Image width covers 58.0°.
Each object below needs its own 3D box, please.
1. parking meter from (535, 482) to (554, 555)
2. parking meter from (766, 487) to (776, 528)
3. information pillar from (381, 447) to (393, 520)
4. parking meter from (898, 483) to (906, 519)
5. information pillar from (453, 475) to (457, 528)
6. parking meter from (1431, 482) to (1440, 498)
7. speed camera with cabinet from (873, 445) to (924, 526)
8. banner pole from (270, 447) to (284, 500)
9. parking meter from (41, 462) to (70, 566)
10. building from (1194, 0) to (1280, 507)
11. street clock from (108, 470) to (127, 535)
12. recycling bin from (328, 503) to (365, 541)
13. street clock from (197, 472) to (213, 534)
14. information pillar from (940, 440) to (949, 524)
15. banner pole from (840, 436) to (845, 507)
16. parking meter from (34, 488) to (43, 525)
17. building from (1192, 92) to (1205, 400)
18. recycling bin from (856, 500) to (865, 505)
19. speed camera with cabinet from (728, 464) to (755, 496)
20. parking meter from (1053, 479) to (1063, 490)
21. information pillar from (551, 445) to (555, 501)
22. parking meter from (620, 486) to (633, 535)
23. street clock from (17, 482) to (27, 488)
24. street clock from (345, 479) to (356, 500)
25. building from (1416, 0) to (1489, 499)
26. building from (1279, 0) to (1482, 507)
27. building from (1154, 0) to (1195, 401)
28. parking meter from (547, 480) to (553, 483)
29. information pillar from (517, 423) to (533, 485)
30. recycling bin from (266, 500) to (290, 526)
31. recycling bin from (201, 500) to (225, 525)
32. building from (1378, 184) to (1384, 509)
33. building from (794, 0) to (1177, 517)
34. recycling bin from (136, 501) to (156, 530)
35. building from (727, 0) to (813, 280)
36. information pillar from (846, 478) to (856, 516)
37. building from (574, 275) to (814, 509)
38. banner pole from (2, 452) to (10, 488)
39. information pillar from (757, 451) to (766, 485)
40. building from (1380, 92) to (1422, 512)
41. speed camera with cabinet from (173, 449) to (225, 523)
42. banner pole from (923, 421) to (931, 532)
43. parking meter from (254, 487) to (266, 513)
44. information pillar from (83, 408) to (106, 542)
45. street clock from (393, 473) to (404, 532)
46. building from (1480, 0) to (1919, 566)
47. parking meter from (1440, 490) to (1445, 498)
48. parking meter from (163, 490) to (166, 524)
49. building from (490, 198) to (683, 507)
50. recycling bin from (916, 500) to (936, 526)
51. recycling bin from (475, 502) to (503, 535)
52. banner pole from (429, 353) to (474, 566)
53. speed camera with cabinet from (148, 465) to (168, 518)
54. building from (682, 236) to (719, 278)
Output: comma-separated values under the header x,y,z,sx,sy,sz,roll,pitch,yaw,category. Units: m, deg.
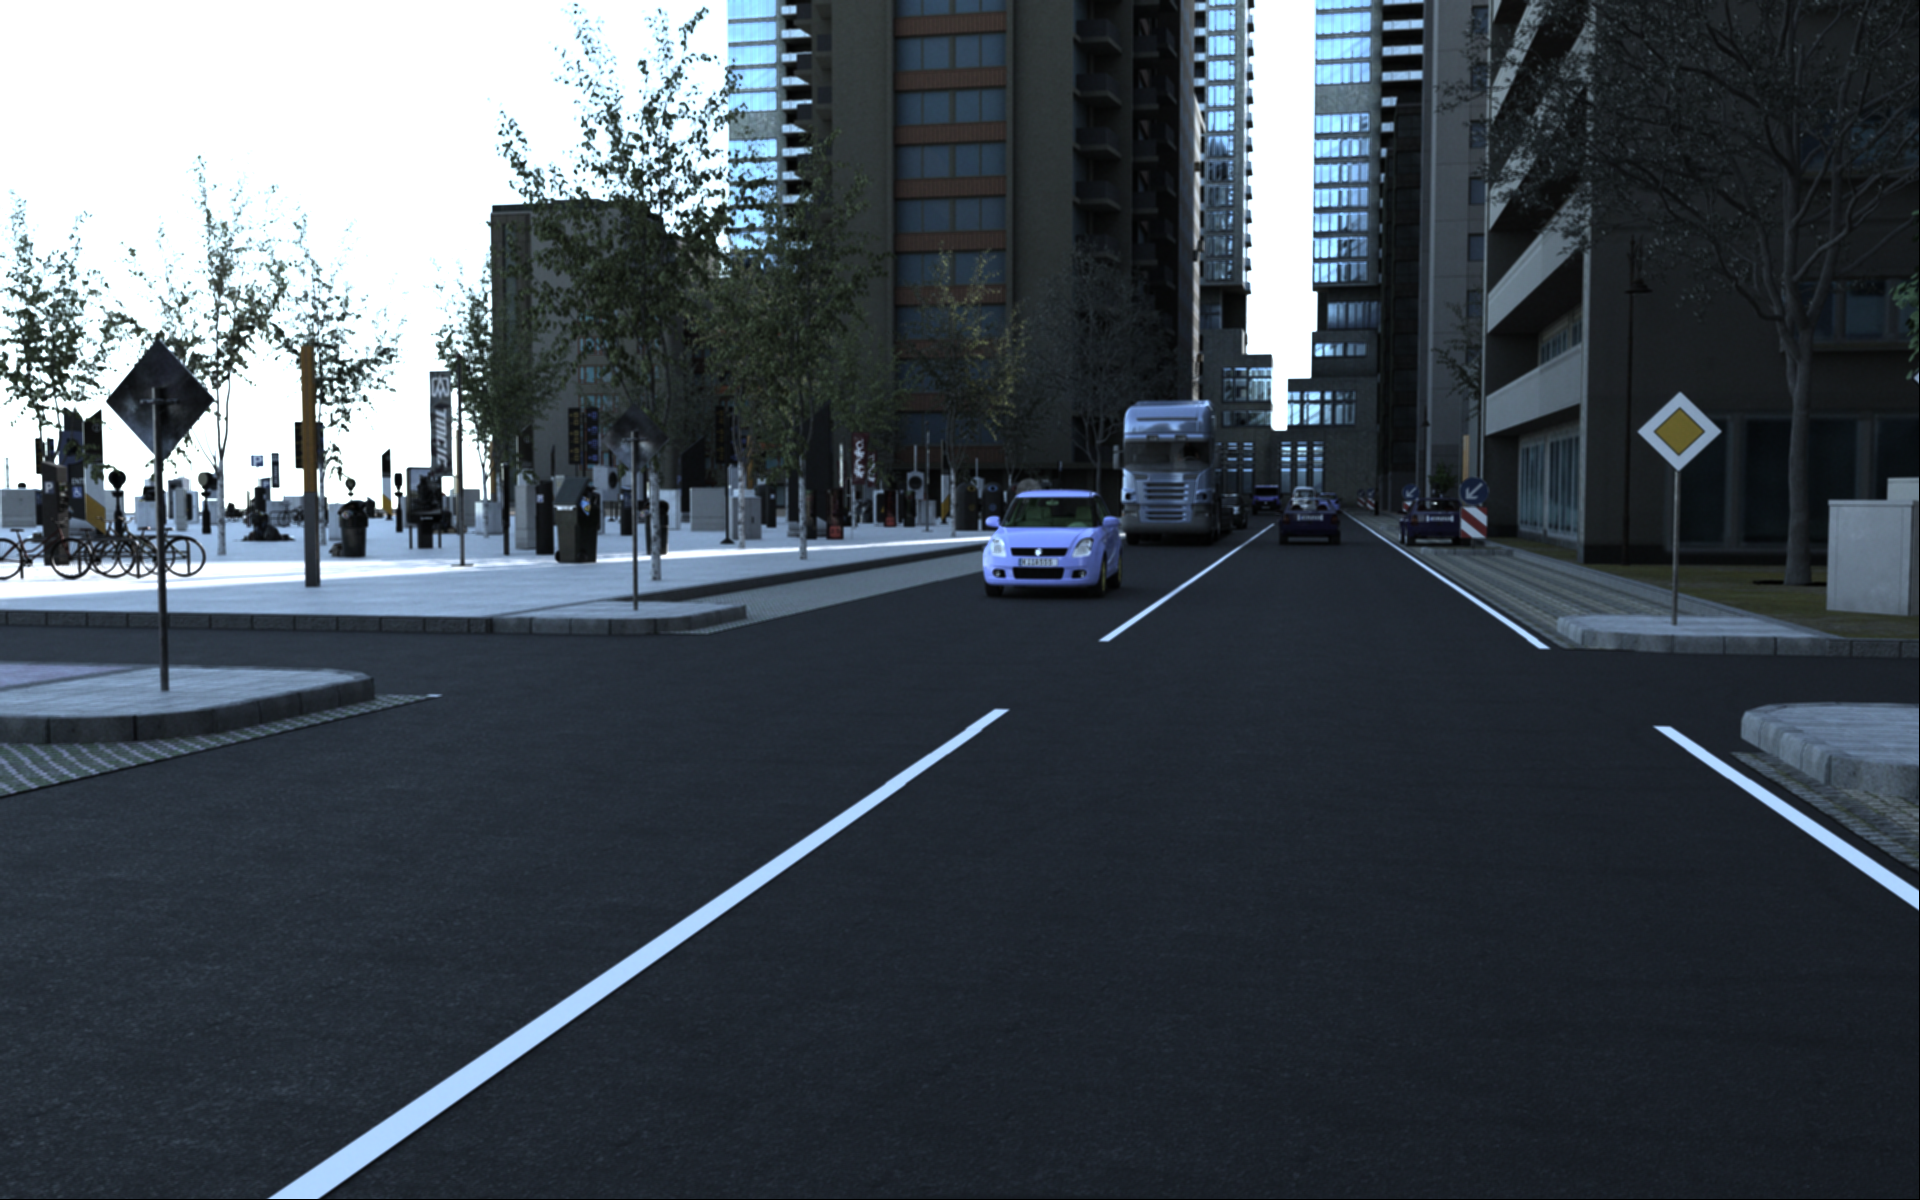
x,y,z,sx,sy,sz,roll,pitch,yaw,category
-8.826,-1.736,36.795,0.372,1.533,0.369,0,3,0,parking meter
-7.239,-3.549,66.431,0.372,1.533,0.369,0,3,0,parking meter
-28.464,-5.790,86.015,0.504,3.616,0.183,-3,4,-37,information pillar
-3.004,-5.124,89.489,0.399,1.863,0.255,0,4,5,parking meter
-19.174,-3.774,66.194,0.304,2.012,0.304,-3,4,-38,information pillar
23.302,-4.839,84.832,0.255,1.863,0.399,-2,4,-24,parking meter
-2.479,-4.627,69.984,2.038,3.252,0.660,0,4,1,speed camera with cabinet
-36.055,-6.217,91.667,0.401,3.779,0.863,3,5,44,banner pole
-16.255,-1.555,31.138,0.399,1.863,0.255,1,4,15,parking meter
18.325,-53.416,186.030,31.000,86.520,22.319,1,4,12,building
-25.521,-2.931,52.491,0.358,2.002,0.471,3,4,37,street clock
-17.040,-2.176,48.135,0.722,1.027,0.722,2,4,27,recycling bin
-24.419,-3.150,56.080,0.471,2.002,0.358,2,4,25,street clock
-0.639,-5.092,74.608,0.183,3.616,0.504,3,4,37,information pillar
-5.071,-5.177,74.668,0.401,3.779,0.863,-1,4,-19,banner pole
-37.948,-3.845,71.273,0.372,1.533,0.369,0,3,0,parking meter
9.204,-28.247,153.724,23.993,40.220,32.217,1,4,12,building
-4.841,-4.157,80.515,0.722,1.027,0.722,1,4,9,recycling bin
-7.427,-3.938,58.730,0.660,3.252,2.038,-1,4,-19,speed camera with cabinet
3.724,-3.676,65.820,0.255,1.863,0.399,2,4,25,parking meter
-19.204,-5.531,81.783,0.183,3.616,0.504,0,4,-2,information pillar
-10.365,-2.777,53.818,0.372,1.533,0.369,0,3,0,parking meter
-56.660,-6.122,104.658,0.471,2.002,0.358,0,4,-6,street clock
-28.074,-4.603,79.826,0.471,2.002,0.358,1,4,20,street clock
38.663,-34.376,104.044,21.231,58.520,28.212,1,4,12,building
48.702,-53.039,179.854,31.000,86.520,22.319,1,4,12,building
9.982,-29.317,129.443,14.600,45.320,14.200,1,4,12,building
-17.237,-4.106,72.848,0.255,1.863,0.399,-1,4,-14,parking meter
-14.242,-4.002,56.781,0.504,3.616,0.183,-2,4,-24,information pillar
-27.311,-3.467,69.241,0.722,1.027,0.722,1,4,23,recycling bin
-31.250,-3.665,72.484,0.722,1.027,0.722,3,5,44,recycling bin
41.796,-22.645,141.947,14.160,30.474,14.107,1,4,12,building
1.876,-27.779,108.805,22.147,44.769,28.867,1,4,12,building
-28.720,-2.990,61.446,0.722,1.027,0.722,0,4,-7,recycling bin
-12.745,-53.816,192.568,31.000,86.520,22.319,1,4,12,building
-4.968,-4.556,78.985,0.304,2.012,0.304,-3,5,-43,information pillar
-16.703,-19.396,162.165,28.899,21.520,27.650,1,4,12,building
-56.490,-6.884,102.576,0.863,3.779,0.401,2,4,31,banner pole
-10.413,-6.101,91.107,0.504,3.616,0.183,-1,4,-9,information pillar
38.699,-21.718,126.794,14.160,30.474,14.107,1,4,12,building
-33.522,-5.011,76.267,2.038,3.252,0.660,-1,4,-14,speed camera with cabinet
-1.099,-4.228,59.140,0.401,3.779,0.863,0,4,-6,banner pole
-34.885,-4.761,86.249,0.372,1.533,0.369,0,3,0,parking meter
-23.376,-3.391,46.798,0.504,3.616,0.183,-2,4,-32,information pillar
-18.937,-3.295,58.448,0.358,2.002,0.471,-1,4,-9,street clock
24.002,-25.367,38.447,21.300,48.544,21.600,1,4,12,building
24.158,-4.805,86.968,0.372,1.533,0.369,0,3,0,parking meter
-33.909,-3.982,73.516,0.372,1.533,0.369,0,3,0,parking meter
-37.312,-24.563,173.312,14.107,30.474,14.160,1,4,12,building
-1.383,-3.571,70.939,0.722,1.027,0.722,1,4,9,recycling bin
-14.925,-2.596,55.005,0.722,1.027,0.722,-3,4,-37,recycling bin
-9.087,-2.496,30.829,0.863,3.779,0.401,1,4,18,banner pole
-42.920,-6.108,94.195,2.038,3.252,0.660,1,4,15,speed camera with cabinet
-35.723,-25.860,194.515,14.107,30.474,14.160,1,4,12,building
